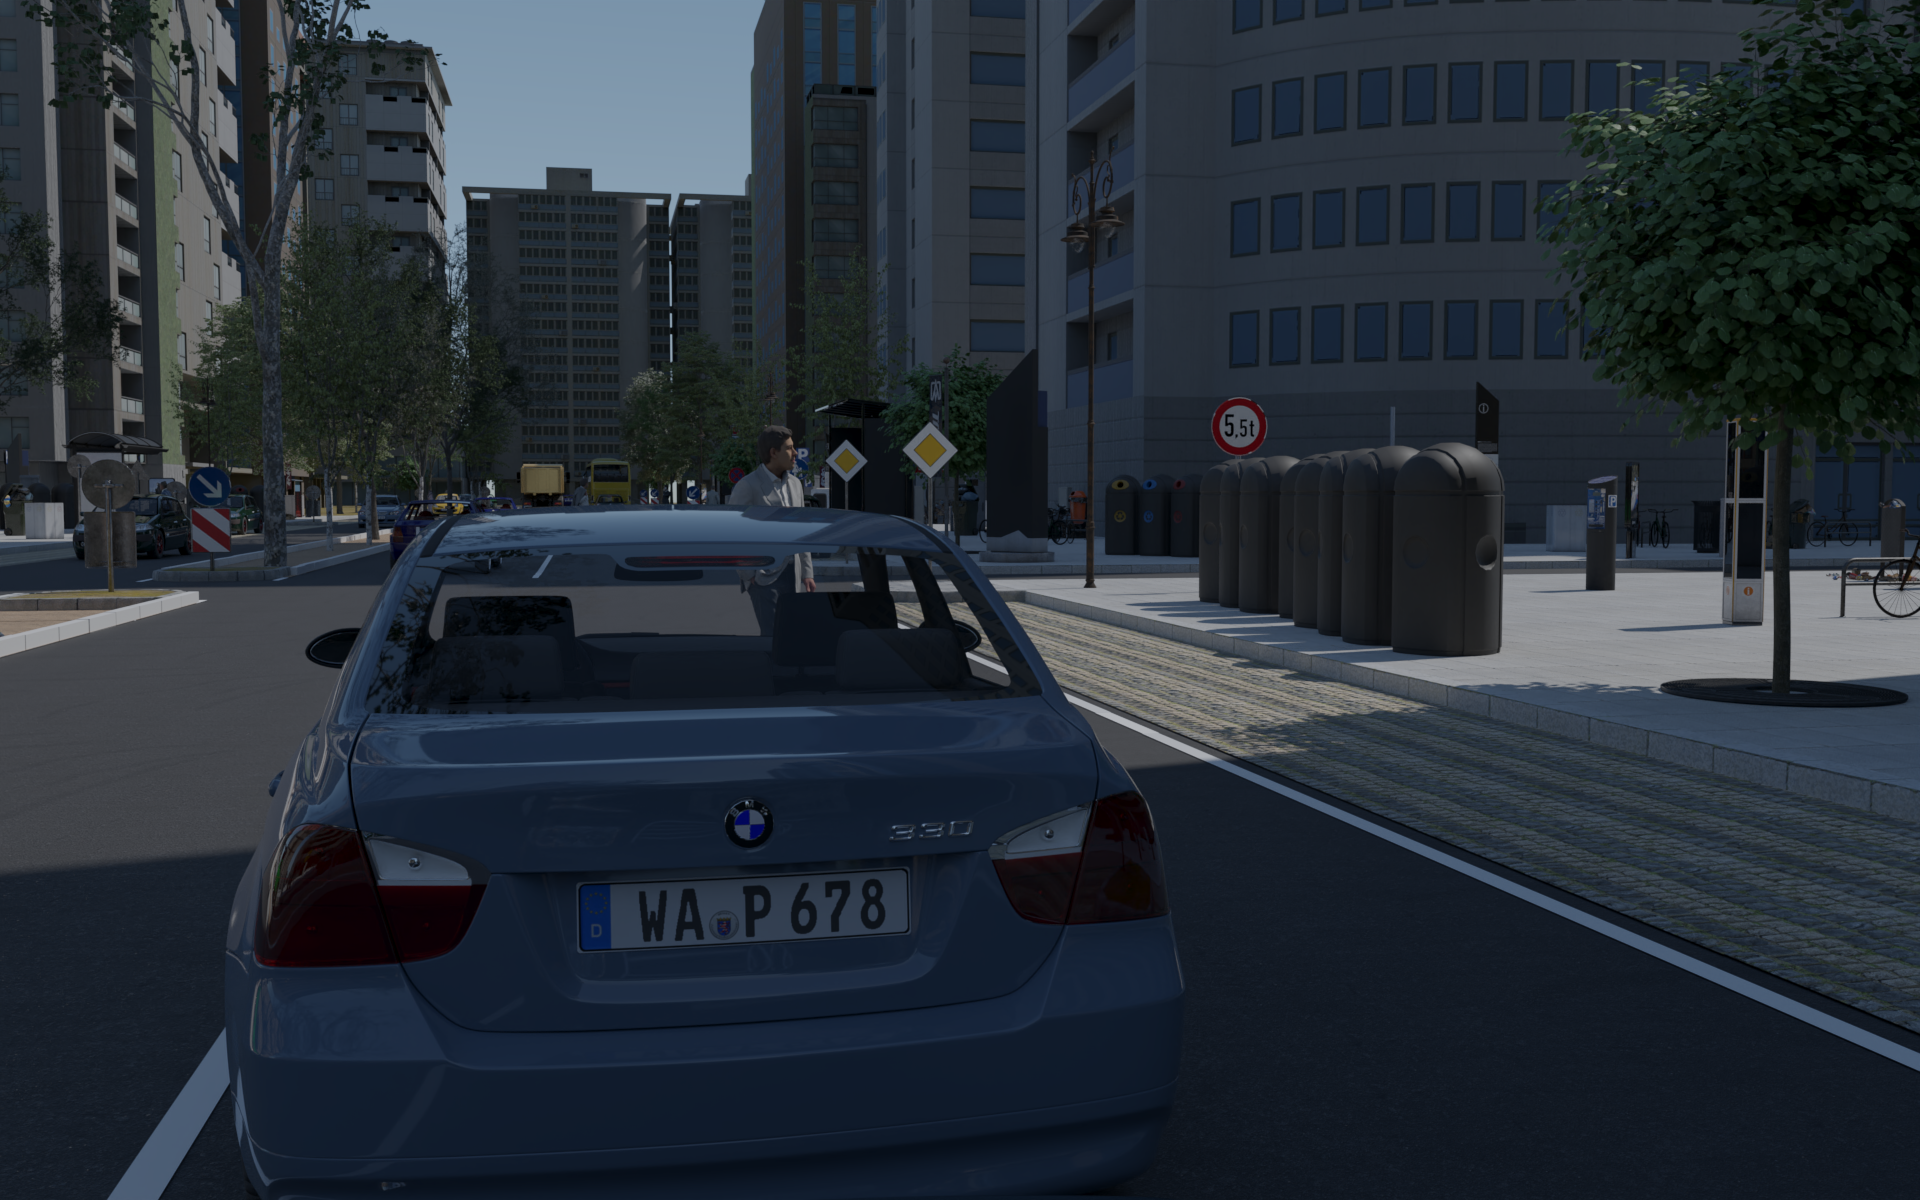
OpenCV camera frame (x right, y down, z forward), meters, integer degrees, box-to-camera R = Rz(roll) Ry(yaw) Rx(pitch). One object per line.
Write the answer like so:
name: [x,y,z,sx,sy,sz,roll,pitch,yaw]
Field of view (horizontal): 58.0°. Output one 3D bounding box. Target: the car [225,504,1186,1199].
car: [-0.803,0.442,4.768,2.014,1.417,4.499,-1,4,-13]

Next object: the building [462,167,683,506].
building: [-46.903,-31.617,208.823,23.993,40.220,32.217,-1,4,-12]

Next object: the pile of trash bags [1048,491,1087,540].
pile of trash bags: [2.942,-2.454,49.881,1.912,1.369,3.447,-1,4,-16]

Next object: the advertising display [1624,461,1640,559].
advertising display: [13.444,-1.801,34.660,0.123,1.923,0.974,2,4,30]

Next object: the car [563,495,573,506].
car: [-39.938,-10.057,177.018,1.945,1.354,3.894,-1,4,-11]

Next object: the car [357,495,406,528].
car: [-24.951,-3.843,74.839,2.014,1.417,4.499,-1,4,-14]

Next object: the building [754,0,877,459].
building: [-10.626,-30.818,153.978,14.600,45.320,14.200,-1,4,-12]

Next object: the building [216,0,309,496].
building: [-58.455,-29.466,131.886,14.600,45.320,14.200,-1,4,-12]

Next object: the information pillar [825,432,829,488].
information pillar: [-4.813,-4.476,64.539,0.504,3.616,0.183,1,4,15]

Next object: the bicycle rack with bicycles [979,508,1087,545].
bicycle rack with bicycles: [2.131,-1.915,44.686,2.852,0.926,2.925,-2,4,-26]

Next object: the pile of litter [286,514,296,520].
pile of litter: [-33.645,-4.429,86.378,1.176,0.858,1.719,0,4,7]

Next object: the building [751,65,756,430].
building: [-13.301,-29.636,168.144,14.154,41.232,14.086,-1,4,-12]

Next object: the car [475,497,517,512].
car: [-14.763,-2.591,54.943,1.945,1.354,3.894,-1,4,-14]

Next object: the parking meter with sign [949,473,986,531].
parking meter with sign: [0.511,-3.871,59.559,1.738,3.016,0.543,0,4,-7]

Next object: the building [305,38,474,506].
building: [-71.730,-37.443,201.438,27.495,52.752,28.713,-1,4,-12]

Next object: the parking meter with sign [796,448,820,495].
parking meter with sign: [-5.647,-4.276,66.169,0.543,3.016,1.738,1,4,19]

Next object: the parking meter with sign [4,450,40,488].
parking meter with sign: [-37.213,-4.468,69.310,1.738,3.016,0.543,-2,4,-24]

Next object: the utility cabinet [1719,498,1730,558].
utility cabinet: [15.778,-1.478,35.332,0.306,1.237,1.020,3,4,38]

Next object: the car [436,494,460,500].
car: [-32.630,-6.122,110.325,2.015,1.641,3.980,-1,4,-12]

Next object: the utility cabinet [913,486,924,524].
utility cabinet: [-1.307,-2.318,46.573,0.318,1.500,1.173,-2,4,-24]

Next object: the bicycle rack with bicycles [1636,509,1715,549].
bicycle rack with bicycles: [17.295,-1.730,41.670,2.852,0.926,2.925,2,4,29]

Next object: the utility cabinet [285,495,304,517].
utility cabinet: [-37.018,-5.206,96.277,1.020,1.237,0.306,0,4,1]

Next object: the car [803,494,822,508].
car: [-3.987,-1.838,39.840,2.009,1.686,4.222,-1,4,-11]

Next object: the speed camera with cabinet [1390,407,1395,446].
speed camera with cabinet: [10.493,-2.740,39.142,2.038,3.252,0.660,2,4,31]

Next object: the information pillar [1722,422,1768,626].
information pillar: [7.687,-0.762,16.957,0.304,2.012,0.304,0,4,5]

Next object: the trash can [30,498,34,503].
trash can: [-33.075,-3.023,61.083,0.748,1.137,0.748,0,3,0]

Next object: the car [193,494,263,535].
car: [-25.888,-3.145,61.211,2.009,1.686,4.222,-1,4,-10]

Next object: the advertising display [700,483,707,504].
advertising display: [-15.365,-6.020,103.643,0.123,1.923,0.974,1,4,10]

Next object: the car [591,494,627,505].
car: [-19.353,-5.248,95.591,2.009,1.686,4.222,-1,4,-13]

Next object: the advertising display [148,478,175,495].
advertising display: [-31.536,-3.869,68.469,0.974,1.923,0.123,-1,4,-14]

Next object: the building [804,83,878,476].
building: [-4.566,-21.715,126.748,14.160,30.474,14.107,-1,4,-12]

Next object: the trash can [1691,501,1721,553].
trash can: [16.270,-1.589,37.635,0.748,1.137,0.748,0,3,0]

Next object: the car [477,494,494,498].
car: [-44.659,-9.260,163.192,2.131,1.459,4.920,-1,4,-12]

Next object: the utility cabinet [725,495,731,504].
utility cabinet: [-12.345,-4.975,92.502,0.306,1.237,1.020,-1,4,-15]

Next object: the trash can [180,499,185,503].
trash can: [-37.413,-4.356,82.871,0.748,1.137,0.748,0,3,0]

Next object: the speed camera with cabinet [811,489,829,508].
speed camera with cabinet: [-4.155,-3.940,58.758,2.038,3.252,0.660,3,4,39]

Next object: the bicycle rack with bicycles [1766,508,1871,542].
bicycle rack with bicycles: [20.956,-1.805,42.894,2.925,0.926,2.852,-2,4,-28]

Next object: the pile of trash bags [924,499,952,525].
pile of trash bags: [-0.647,-3.937,74.115,3.447,1.369,1.912,2,4,24]

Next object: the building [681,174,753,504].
building: [-23.325,-31.890,213.289,23.993,40.220,32.217,-1,4,-12]

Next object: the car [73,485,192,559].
car: [-18.732,-1.807,39.327,2.009,1.686,4.222,-1,4,-10]

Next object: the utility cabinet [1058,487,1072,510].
utility cabinet: [3.221,-2.729,53.298,0.318,1.500,1.173,1,4,11]

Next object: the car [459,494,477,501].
car: [-39.908,-7.855,140.229,2.131,1.459,4.920,-1,4,-13]

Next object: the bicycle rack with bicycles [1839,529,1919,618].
bicycle rack with bicycles: [10.430,-0.237,17.261,2.925,0.926,2.852,-1,4,-11]

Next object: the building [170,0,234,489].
building: [-62.028,-31.809,109.320,28.713,52.752,27.495,-1,4,-12]

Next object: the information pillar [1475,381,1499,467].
information pillar: [10.945,-2.735,36.064,0.504,3.616,0.183,0,4,-5]

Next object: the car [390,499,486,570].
car: [-9.535,-1.206,32.304,1.945,1.354,3.894,-1,4,-10]
